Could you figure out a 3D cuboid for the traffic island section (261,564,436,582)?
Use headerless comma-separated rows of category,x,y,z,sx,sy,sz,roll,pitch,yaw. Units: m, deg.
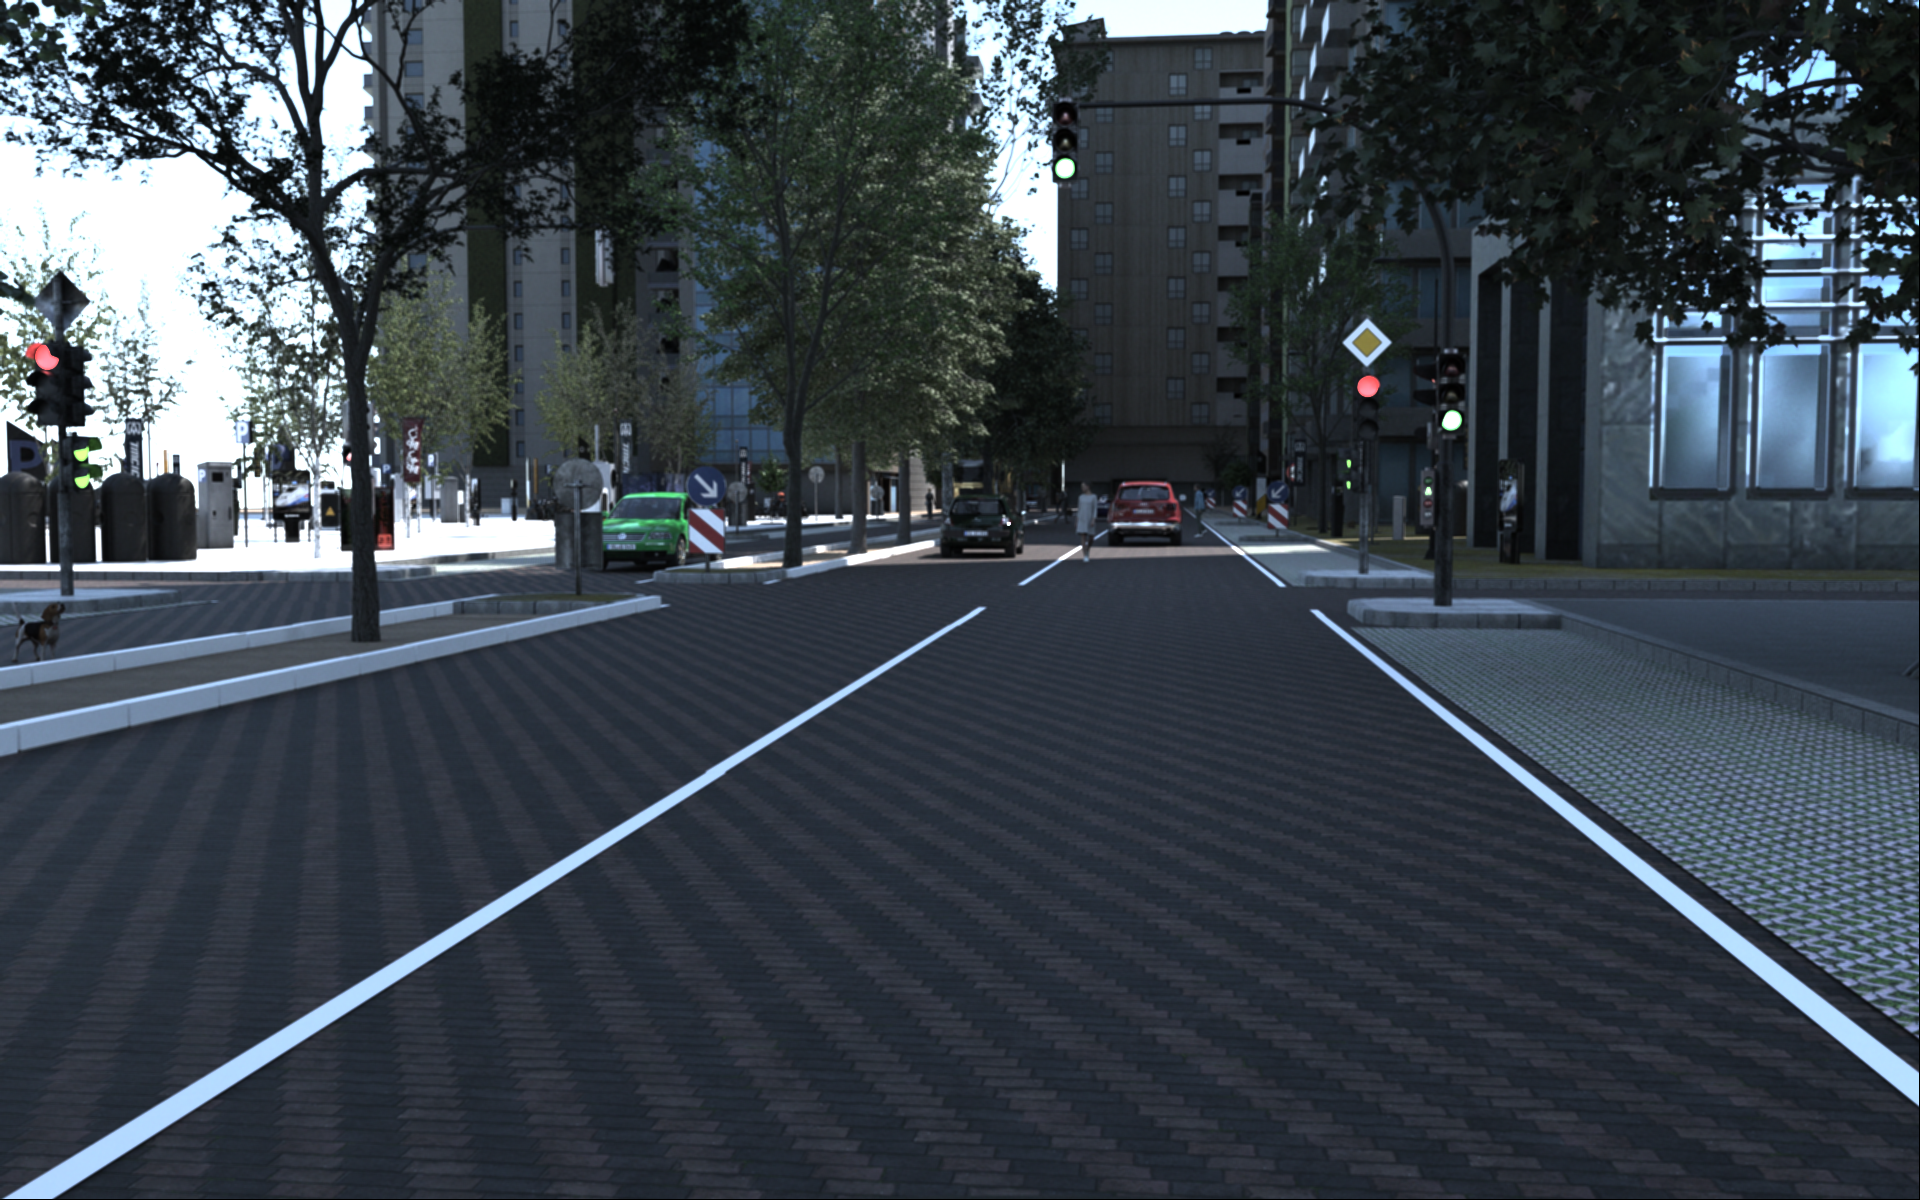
traffic island section,-10.366,-0.463,29.847,2.009,0.180,2.903,0,4,7

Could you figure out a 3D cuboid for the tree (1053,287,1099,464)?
tree,2.861,-10.020,84.416,7.486,12.596,7.792,0,3,0

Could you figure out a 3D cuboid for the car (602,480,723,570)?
car,-5.893,-1.527,33.765,1.959,1.807,4.718,0,4,7

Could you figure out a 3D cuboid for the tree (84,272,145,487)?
tree,-26.723,-6.453,55.876,4.360,8.622,3.978,0,3,0

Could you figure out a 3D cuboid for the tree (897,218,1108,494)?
tree,1.141,-9.252,70.730,9.611,12.733,9.660,0,3,0

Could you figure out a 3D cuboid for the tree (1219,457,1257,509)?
tree,24.350,-10.284,151.859,4.285,4.588,4.351,0,3,0

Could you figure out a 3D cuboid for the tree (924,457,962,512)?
tree,-0.938,-8.673,125.514,4.285,4.588,4.351,0,3,0

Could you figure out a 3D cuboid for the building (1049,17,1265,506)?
building,24.954,-37.357,200.025,27.495,52.752,28.713,0,4,7

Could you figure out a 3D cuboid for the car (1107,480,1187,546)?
car,5.325,-2.499,49.525,2.281,1.827,5.304,0,4,8

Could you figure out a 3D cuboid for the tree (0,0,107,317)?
tree,-6.935,-5.954,6.459,9.857,13.997,8.962,0,3,0

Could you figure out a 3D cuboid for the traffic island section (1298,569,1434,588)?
traffic island section,6.506,-0.340,27.839,2.009,0.180,2.903,0,4,7

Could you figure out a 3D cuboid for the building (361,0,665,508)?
building,-42.971,-38.552,172.330,28.212,58.520,21.231,0,4,7

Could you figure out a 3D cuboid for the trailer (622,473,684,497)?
trailer,-8.472,-2.445,47.030,1.471,1.999,3.904,0,4,7

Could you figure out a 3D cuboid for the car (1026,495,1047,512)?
car,6.024,-7.744,139.198,1.945,1.354,3.894,0,4,7

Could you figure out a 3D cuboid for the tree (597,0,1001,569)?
tree,-3.073,-6.367,32.311,9.928,11.665,9.643,0,3,0

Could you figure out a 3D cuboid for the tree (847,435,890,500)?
tree,-4.941,-9.245,101.523,4.360,8.622,3.978,0,3,0

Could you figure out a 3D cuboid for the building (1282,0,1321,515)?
building,27.485,-26.040,109.343,14.154,41.232,14.086,0,4,7

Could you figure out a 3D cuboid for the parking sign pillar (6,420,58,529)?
parking sign pillar,-33.852,-4.554,62.931,1.447,3.967,1.447,-3,4,-37

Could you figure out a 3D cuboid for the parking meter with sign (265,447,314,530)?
parking meter with sign,-23.828,-4.016,61.926,1.738,3.016,0.543,-2,4,-33

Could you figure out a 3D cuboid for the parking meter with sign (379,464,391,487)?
parking meter with sign,-33.740,-6.433,101.447,0.543,3.016,1.738,-2,4,-29

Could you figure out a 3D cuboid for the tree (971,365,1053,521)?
tree,1.718,-7.682,78.428,4.737,8.622,4.395,0,3,0

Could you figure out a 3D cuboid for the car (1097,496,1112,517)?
car,7.592,-4.892,92.558,1.945,1.354,3.894,0,4,8

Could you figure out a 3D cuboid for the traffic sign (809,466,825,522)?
traffic sign,-6.534,-4.812,78.774,0.768,2.556,0.104,1,4,14

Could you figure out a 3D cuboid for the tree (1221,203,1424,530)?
tree,13.020,-8.365,62.527,9.928,11.665,9.643,0,3,0

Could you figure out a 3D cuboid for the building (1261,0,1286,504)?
building,34.418,-29.115,130.652,22.147,44.769,28.867,0,4,7

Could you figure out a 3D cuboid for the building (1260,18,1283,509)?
building,34.005,-30.750,152.872,14.600,45.320,14.200,0,4,7

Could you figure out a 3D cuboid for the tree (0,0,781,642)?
tree,-5.683,-4.888,16.786,8.767,10.594,7.601,0,4,7

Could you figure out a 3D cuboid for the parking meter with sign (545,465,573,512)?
parking meter with sign,-23.734,-6.518,102.828,1.738,3.016,0.543,2,4,26

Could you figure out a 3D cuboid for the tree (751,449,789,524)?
tree,-8.198,-4.870,74.229,1.663,3.219,1.824,0,3,0

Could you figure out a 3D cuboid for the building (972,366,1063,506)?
building,-3.049,-21.972,204.273,28.899,21.520,27.650,0,4,7

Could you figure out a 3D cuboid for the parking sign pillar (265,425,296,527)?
parking sign pillar,-26.184,-4.808,67.089,1.447,3.967,1.447,-3,5,-43

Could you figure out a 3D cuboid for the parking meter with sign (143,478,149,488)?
parking meter with sign,-39.252,-5.343,83.612,1.738,3.016,0.543,-2,4,-23

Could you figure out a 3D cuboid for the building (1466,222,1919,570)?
building,27.663,-44.267,36.429,31.000,86.520,22.319,0,4,7

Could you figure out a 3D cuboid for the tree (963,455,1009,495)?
tree,1.268,-12.271,150.988,4.360,8.622,3.978,0,3,0

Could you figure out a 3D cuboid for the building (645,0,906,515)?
building,-11.382,-28.273,112.376,14.600,45.320,14.200,0,4,7

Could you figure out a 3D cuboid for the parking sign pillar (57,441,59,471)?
parking sign pillar,-42.812,-5.788,83.111,1.447,3.967,1.447,-3,5,-42

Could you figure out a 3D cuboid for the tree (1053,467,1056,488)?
tree,3.414,-8.434,90.714,4.737,8.622,4.395,0,3,0

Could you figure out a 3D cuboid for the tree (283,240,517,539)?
tree,-16.017,-6.059,49.431,4.737,8.622,4.395,0,3,0

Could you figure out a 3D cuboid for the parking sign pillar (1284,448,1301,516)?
parking sign pillar,19.161,-6.873,100.844,1.447,3.967,1.447,1,4,17

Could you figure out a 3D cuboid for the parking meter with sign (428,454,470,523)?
parking meter with sign,-22.434,-4.883,76.094,0.543,3.016,1.738,3,5,43

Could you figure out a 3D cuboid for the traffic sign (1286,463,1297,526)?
traffic sign,13.594,-4.283,70.128,0.768,2.556,0.104,1,4,11

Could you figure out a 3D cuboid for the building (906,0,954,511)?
building,-12.605,-36.173,133.434,21.231,58.520,28.212,0,4,7

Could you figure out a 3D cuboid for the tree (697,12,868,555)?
tree,-2.459,-7.369,41.062,7.486,12.596,7.792,0,3,0

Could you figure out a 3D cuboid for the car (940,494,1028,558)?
car,0.551,-1.875,40.436,2.009,1.686,4.222,0,4,6

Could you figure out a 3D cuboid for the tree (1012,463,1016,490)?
tree,3.871,-13.182,165.882,4.360,8.622,3.978,0,3,0

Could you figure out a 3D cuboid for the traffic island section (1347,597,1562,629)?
traffic island section,5.561,0.145,19.910,2.009,0.180,2.903,0,4,7

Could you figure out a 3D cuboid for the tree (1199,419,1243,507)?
tree,25.349,-13.338,168.443,4.360,8.622,3.978,0,3,0

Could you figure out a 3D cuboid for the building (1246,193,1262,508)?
building,34.782,-24.205,167.460,14.160,30.474,14.107,0,4,7

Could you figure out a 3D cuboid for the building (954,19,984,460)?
building,-13.285,-33.533,167.871,30.456,49.044,23.786,0,4,7

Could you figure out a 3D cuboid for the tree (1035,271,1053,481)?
tree,-1.628,-7.829,48.588,7.486,12.596,7.792,0,3,0

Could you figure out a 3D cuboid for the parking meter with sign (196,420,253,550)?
parking meter with sign,-17.425,-2.703,40.453,0.543,3.016,1.738,2,4,32

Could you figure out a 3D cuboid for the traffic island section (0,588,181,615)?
traffic island section,-11.310,0.022,21.918,2.009,0.180,2.903,0,4,7

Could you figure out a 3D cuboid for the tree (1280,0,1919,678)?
tree,7.021,-5.790,11.676,9.611,12.733,9.660,0,3,0

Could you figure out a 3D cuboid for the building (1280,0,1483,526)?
building,27.607,-28.155,79.935,23.786,49.044,30.456,0,4,7

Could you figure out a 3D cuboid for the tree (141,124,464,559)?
tree,-12.948,-5.129,34.216,4.360,8.622,3.978,0,3,0

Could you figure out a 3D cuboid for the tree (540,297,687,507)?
tree,-13.072,-6.972,64.353,4.360,8.622,3.978,0,3,0

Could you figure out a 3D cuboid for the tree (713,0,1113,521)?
tree,-1.535,-12.306,59.551,12.611,20.169,13.585,0,3,0
